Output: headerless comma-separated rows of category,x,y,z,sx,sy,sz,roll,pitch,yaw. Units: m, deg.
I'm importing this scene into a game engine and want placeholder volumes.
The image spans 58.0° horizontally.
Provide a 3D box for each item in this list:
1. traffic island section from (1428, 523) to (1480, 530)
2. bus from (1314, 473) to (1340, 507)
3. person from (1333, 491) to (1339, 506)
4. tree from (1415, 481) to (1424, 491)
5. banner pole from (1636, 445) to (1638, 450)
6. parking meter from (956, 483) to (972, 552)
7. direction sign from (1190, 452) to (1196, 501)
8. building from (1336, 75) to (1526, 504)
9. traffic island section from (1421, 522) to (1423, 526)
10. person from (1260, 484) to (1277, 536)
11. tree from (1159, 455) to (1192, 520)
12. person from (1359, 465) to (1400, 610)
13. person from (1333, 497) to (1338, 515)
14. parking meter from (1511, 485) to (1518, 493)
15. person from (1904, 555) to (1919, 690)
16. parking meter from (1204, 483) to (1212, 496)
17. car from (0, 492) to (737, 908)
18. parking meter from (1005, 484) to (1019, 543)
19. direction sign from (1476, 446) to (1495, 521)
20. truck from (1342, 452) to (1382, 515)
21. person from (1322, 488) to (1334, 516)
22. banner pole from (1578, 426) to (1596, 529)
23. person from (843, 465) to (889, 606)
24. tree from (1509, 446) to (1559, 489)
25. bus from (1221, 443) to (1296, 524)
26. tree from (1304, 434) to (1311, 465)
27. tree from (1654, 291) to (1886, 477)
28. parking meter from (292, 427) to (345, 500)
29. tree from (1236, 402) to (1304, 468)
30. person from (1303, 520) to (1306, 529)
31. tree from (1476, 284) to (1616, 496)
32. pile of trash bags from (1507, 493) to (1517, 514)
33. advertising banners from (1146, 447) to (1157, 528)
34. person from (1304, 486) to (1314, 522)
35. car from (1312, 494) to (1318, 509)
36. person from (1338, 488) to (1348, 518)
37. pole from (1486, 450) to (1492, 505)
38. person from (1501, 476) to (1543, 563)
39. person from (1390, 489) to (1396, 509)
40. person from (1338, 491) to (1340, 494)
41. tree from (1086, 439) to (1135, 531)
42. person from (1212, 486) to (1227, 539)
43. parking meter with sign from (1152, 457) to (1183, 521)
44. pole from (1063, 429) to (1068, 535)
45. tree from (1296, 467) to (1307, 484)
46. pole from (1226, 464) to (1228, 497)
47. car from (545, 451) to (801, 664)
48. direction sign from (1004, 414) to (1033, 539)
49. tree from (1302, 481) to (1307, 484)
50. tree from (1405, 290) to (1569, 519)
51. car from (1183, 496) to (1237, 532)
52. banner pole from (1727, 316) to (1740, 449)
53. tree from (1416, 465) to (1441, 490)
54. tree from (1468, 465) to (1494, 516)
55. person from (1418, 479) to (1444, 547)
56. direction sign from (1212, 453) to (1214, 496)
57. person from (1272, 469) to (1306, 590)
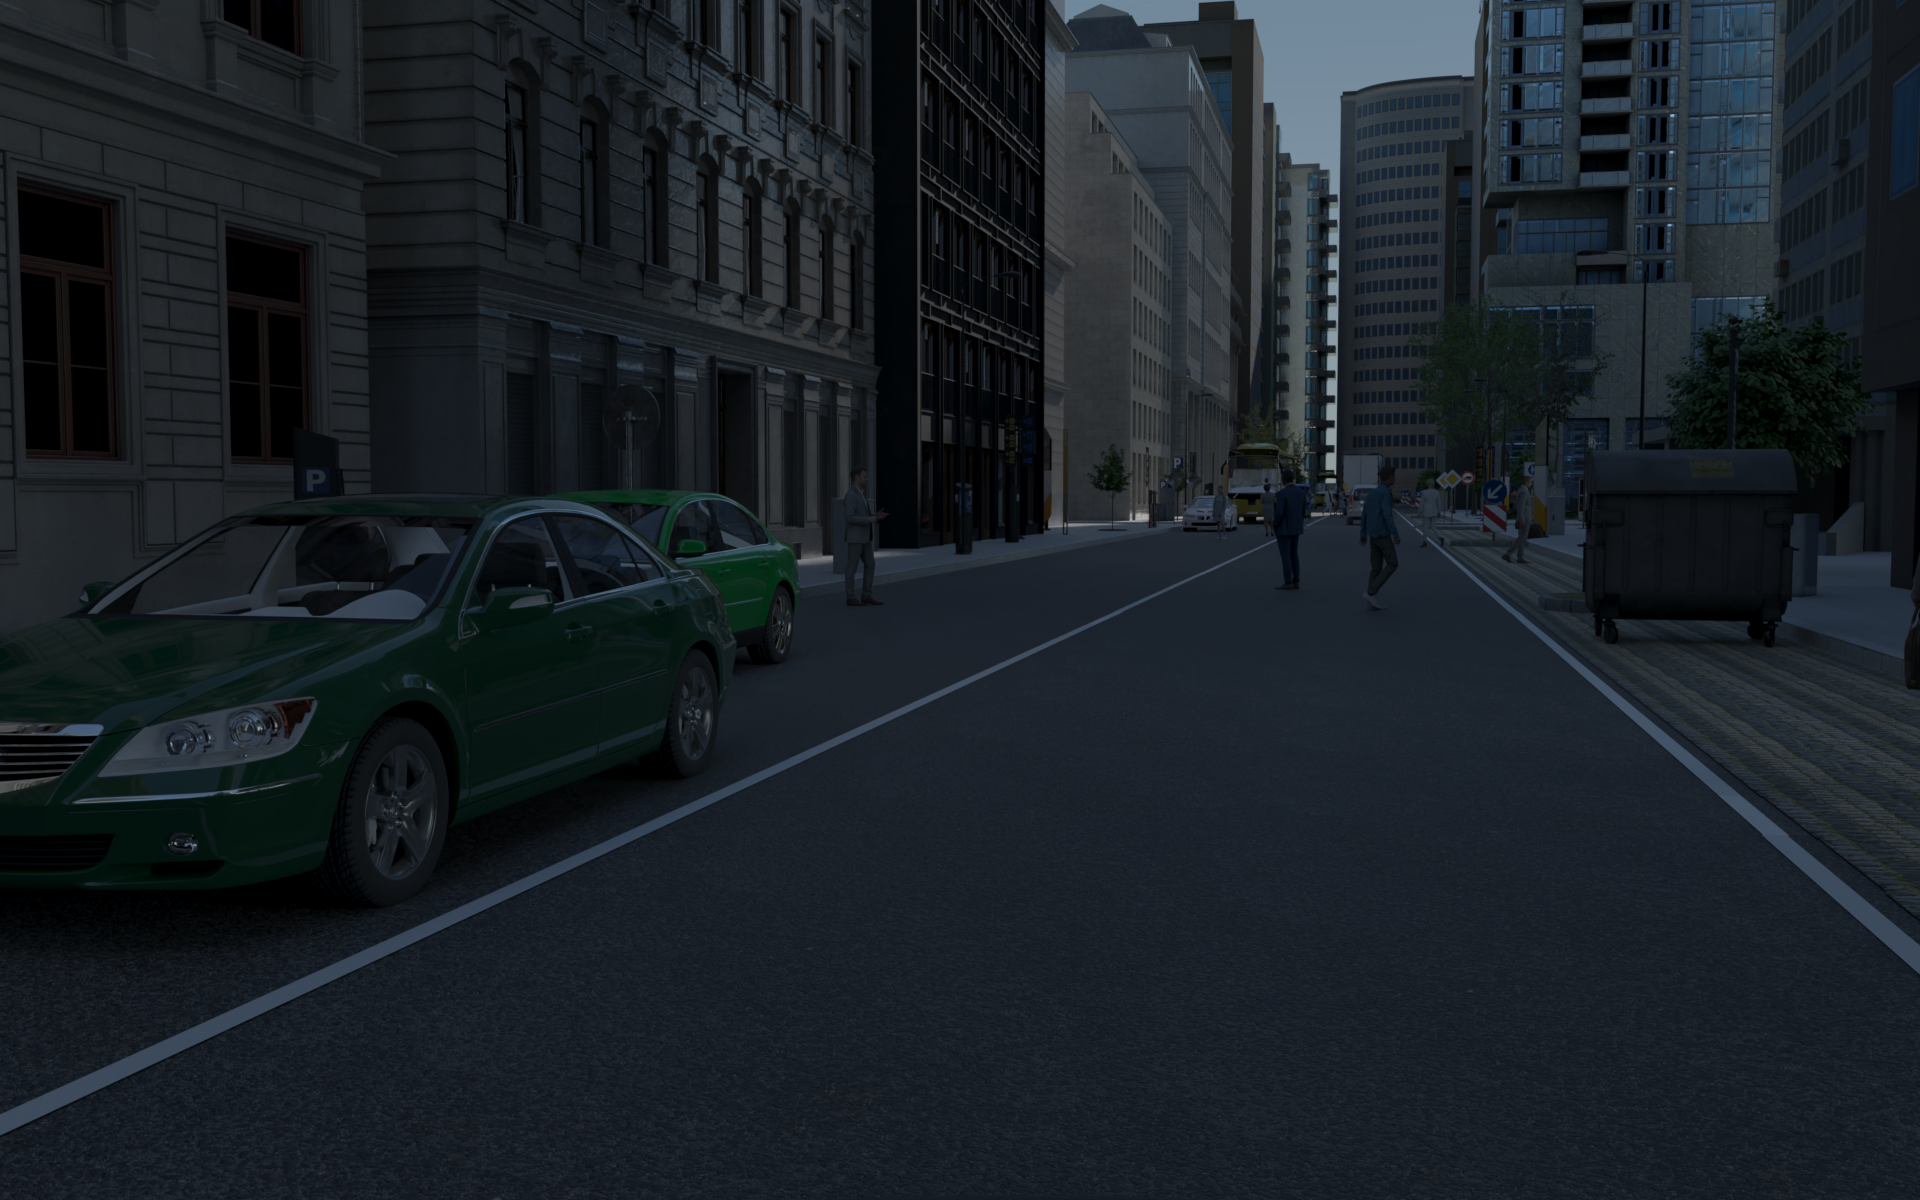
traffic island section,19.887,-2.917,69.975,2.009,0.180,2.903,1,4,13
bus,42.855,-12.873,202.020,2.896,3.916,12.252,1,4,13
person,37.620,-10.011,172.900,1.217,1.735,0.721,-2,4,-28
tree,56.266,-13.318,212.351,1.663,3.219,1.824,0,3,0
banner pole,30.415,-5.323,77.054,0.401,3.779,0.863,-3,5,-39
parking meter,0.087,-1.815,38.086,0.372,1.533,0.369,0,3,0
direction sign,12.591,-6.216,93.633,0.379,3.537,0.876,2,4,29
building,67.156,-42.780,241.457,28.212,58.520,21.231,1,4,13
traffic island section,21.752,-3.392,77.740,2.009,0.180,2.903,1,4,13
person,10.568,-3.066,58.988,0.716,1.782,0.532,0,4,3
tree,10.721,-5.609,86.308,1.663,3.219,1.824,0,3,0
person,5.166,-0.767,21.391,0.444,1.785,0.601,0,4,-7
person,25.818,-6.484,119.190,0.332,1.250,0.352,-1,4,-14
parking meter,36.303,-6.587,113.413,0.399,1.863,0.255,0,4,5
person,4.884,0.027,8.185,0.709,1.813,0.853,1,4,20
parking meter,12.793,-5.117,89.367,0.399,1.863,0.255,3,5,41
car,-2.506,0.253,7.656,2.131,1.459,4.920,1,4,13
parking meter,1.375,-2.287,45.797,0.372,1.533,0.369,0,3,0
direction sign,24.765,-5.487,81.711,0.876,3.537,0.379,2,4,32
truck,28.138,-8.073,120.908,2.839,4.237,11.283,1,4,15
person,24.161,-6.441,113.695,0.514,1.842,0.818,-3,5,-43
banner pole,23.284,-4.535,64.166,0.863,3.779,0.401,-2,4,-34
person,-1.219,-0.825,22.194,0.583,1.804,0.606,1,4,10
tree,38.644,-8.144,116.867,4.285,4.588,4.351,0,3,0
bus,15.187,-5.837,86.990,2.896,3.916,12.252,1,4,15
tree,37.235,-14.889,193.799,4.737,8.622,4.395,0,3,0
tree,13.085,-2.718,28.154,4.285,4.588,4.351,0,3,0
parking meter,-5.605,-0.579,15.175,0.399,1.863,0.255,-1,4,-13
tree,23.801,-11.327,135.552,4.737,8.622,4.395,0,3,0
person,13.787,-3.676,70.405,0.589,1.601,0.330,0,4,-5
tree,20.601,-6.744,60.632,4.360,8.622,3.978,0,3,0
pile of trash bags,33.965,-5.839,105.227,1.912,1.369,3.447,0,4,4
advertising banners,7.200,-4.227,65.304,0.090,3.025,2.074,1,4,18
person,17.585,-4.854,87.842,0.713,1.824,0.794,-1,4,-21
car,34.276,-9.808,170.582,2.015,1.641,3.980,1,4,13
person,22.844,-5.793,103.312,0.616,1.811,0.778,1,4,17
pole,24.367,-5.254,79.743,0.158,3.312,0.155,0,3,0
person,11.619,-1.654,35.669,0.853,1.813,0.709,0,4,8
person,31.875,-7.324,128.234,0.794,1.824,0.713,-2,4,-24
person,38.260,-10.101,174.469,0.721,1.723,1.217,0,4,-6
tree,5.452,-4.043,60.710,1.663,3.219,1.824,0,3,0
person,8.257,-2.780,54.955,0.512,1.701,0.522,2,4,31
parking meter with sign,9.756,-5.226,81.710,1.738,3.016,0.543,-3,5,-45
pole,3.321,-3.710,54.504,0.158,3.312,0.155,0,3,0
tree,34.666,-12.093,181.434,4.285,4.588,4.351,0,3,0
pole,18.396,-7.673,119.302,0.158,3.312,0.155,0,3,0
car,-2.661,-0.287,13.497,1.959,1.807,4.718,1,4,13
direction sign,1.666,-3.497,49.178,0.876,3.537,0.379,-1,4,-20
tree,43.724,-13.883,221.581,1.663,3.219,1.824,0,3,0
tree,27.217,-10.020,89.590,9.928,11.665,9.643,0,3,0
car,9.766,-3.368,67.435,2.083,1.381,4.827,1,4,13
banner pole,10.981,-2.117,24.630,0.401,3.779,0.863,2,4,32
tree,53.406,-13.005,196.347,4.285,4.588,4.351,0,3,0
tree,30.468,-6.524,101.262,1.663,3.219,1.824,0,3,0
person,12.604,-2.318,46.285,0.514,1.842,0.818,-2,4,-29
direction sign,13.843,-6.287,94.796,0.379,3.537,0.876,0,4,6
person,4.946,-1.058,25.973,0.721,1.800,0.419,-3,5,-43
